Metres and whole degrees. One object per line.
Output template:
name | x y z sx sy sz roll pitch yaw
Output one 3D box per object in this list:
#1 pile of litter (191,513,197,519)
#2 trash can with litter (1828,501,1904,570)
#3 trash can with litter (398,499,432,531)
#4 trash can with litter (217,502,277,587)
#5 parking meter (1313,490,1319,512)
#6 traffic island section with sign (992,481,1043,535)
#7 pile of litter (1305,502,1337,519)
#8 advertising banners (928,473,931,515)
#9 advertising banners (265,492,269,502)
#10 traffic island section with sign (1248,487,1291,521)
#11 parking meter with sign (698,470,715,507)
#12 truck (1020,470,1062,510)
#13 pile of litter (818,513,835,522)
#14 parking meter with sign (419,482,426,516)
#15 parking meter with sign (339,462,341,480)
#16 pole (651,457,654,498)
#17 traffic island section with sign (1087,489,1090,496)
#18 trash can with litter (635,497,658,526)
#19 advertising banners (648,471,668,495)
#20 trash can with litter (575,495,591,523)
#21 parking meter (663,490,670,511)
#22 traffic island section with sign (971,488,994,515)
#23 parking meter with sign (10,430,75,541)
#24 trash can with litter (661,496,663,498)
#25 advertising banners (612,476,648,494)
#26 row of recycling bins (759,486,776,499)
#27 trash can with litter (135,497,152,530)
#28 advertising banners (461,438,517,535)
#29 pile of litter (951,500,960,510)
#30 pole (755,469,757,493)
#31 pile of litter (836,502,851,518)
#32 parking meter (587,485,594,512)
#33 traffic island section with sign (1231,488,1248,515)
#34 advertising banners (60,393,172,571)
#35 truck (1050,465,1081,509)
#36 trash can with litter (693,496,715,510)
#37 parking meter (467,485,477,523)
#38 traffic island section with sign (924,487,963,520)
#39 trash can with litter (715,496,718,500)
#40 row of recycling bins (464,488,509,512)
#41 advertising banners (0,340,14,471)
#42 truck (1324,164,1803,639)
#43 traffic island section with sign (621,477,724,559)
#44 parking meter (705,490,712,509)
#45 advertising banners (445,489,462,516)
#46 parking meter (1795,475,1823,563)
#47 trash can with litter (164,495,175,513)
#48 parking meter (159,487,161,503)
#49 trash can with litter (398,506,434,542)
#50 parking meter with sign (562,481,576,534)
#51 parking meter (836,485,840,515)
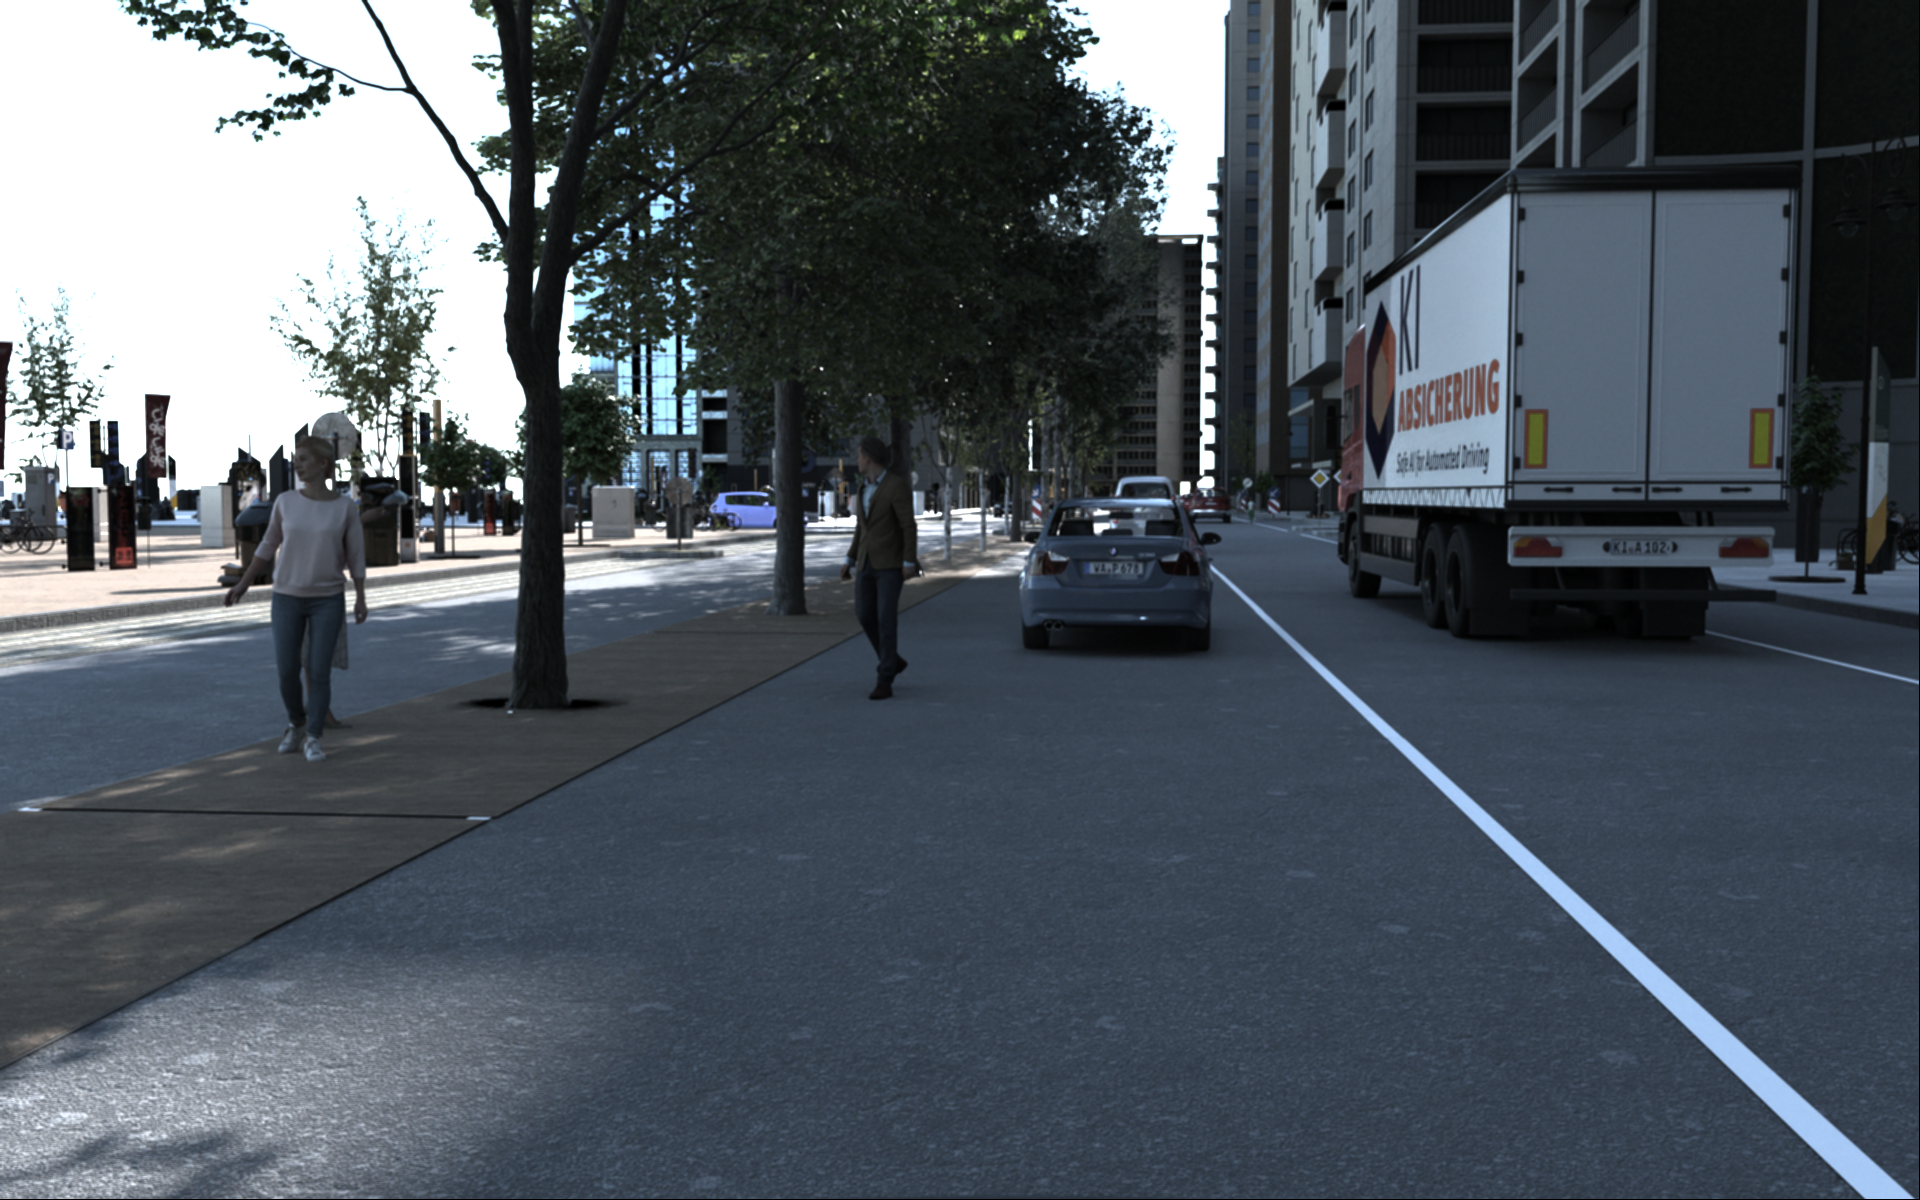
pile of litter | -40.012 -4.734 91.371 1.176 0.858 1.719 0 4 -5
trash can with litter | 15.214 -1.082 29.084 1.055 1.170 0.624 1 4 19
trash can with litter | -19.131 -3.021 60.452 1.678 1.210 2.233 -1 4 -9
trash can with litter | -9.940 -0.792 24.342 0.624 1.170 1.055 0 4 7
parking meter | 25.086 -6.947 121.997 0.372 1.533 0.369 0 3 0
traffic island section with sign | 2.224 -3.261 61.450 2.006 1.907 1.989 0 4 6
pile of litter | 18.853 -4.693 90.688 1.719 0.858 1.176 2 4 33
advertising banners | -1.874 -6.722 106.092 0.090 3.025 2.074 0 4 2
advertising banners | -48.665 -7.630 120.932 2.074 3.025 0.090 2 4 25
traffic island section with sign | 16.595 -5.131 92.523 1.989 1.847 2.006 0 4 6
parking meter with sign | -18.429 -8.014 127.290 0.543 3.016 1.738 2 4 32
truck | 6.605 -8.796 139.739 3.469 3.379 9.791 0 4 7
pile of litter | -6.866 -3.998 79.333 1.719 0.858 1.176 3 5 41
parking meter with sign | -31.313 -6.320 99.598 1.738 3.016 0.543 3 5 44
parking meter with sign | -33.337 -6.077 95.613 1.738 3.016 0.543 -1 4 -14
pole | -17.089 -6.266 96.288 0.158 3.312 0.155 0 3 0
traffic island section with sign | 10.449 -8.284 143.586 2.006 1.907 1.989 0 4 6
trash can with litter | -12.814 -3.613 70.464 1.055 1.170 0.624 1 4 10
advertising banners | -23.294 -8.318 132.191 2.074 3.025 0.090 1 4 9
trash can with litter | -17.538 -3.995 76.381 2.233 1.210 1.678 -2 4 -35
parking meter | -16.661 -5.498 98.301 0.372 1.533 0.369 0 3 0
traffic island section with sign | 1.821 -6.904 121.503 1.989 1.847 2.006 0 4 6
parking meter with sign | -25.128 -3.123 47.326 1.738 3.016 0.543 1 4 10
trash can with litter | -19.542 -6.183 112.143 2.233 1.210 1.678 0 4 5
advertising banners | -19.102 -6.319 99.506 2.074 3.025 0.090 -2 4 -27
row of recycling bins | -8.729 -4.876 86.829 3.534 1.692 1.069 3 5 39
trash can with litter | -29.423 -3.108 62.204 0.624 1.170 1.055 -3 4 -39
advertising banners | -14.664 -3.538 54.031 2.074 3.025 0.090 2 4 29
pile of litter | -0.634 -7.719 140.168 1.176 0.858 1.719 0 4 -4
pole | -16.652 -9.024 141.393 0.158 3.312 0.155 0 3 0
pile of litter | -6.440 -4.780 92.123 1.176 0.858 1.719 3 4 36
parking meter | -23.147 -6.282 108.425 0.399 1.863 0.255 -2 4 -33
traffic island section with sign | 19.380 -6.832 120.333 1.989 1.847 2.006 0 4 6
advertising banners | -14.324 -2.038 29.502 0.090 3.025 2.074 2 4 31
truck | 10.129 -10.890 166.968 2.839 4.237 11.283 0 4 7
trash can with litter | -14.794 -5.378 99.312 0.624 1.170 1.055 2 4 32
parking meter | -21.727 -4.372 77.185 0.255 1.863 0.399 3 5 40
traffic island section with sign | -0.853 -5.262 94.661 1.989 1.847 2.006 0 4 6
trash can with litter | -18.499 -7.327 131.178 0.624 1.170 1.055 3 4 37
row of recycling bins | -33.487 -7.069 122.698 3.534 1.692 1.069 1 4 10
advertising banners | -11.627 -1.409 19.229 2.074 3.025 0.090 -2 4 -33
truck | 6.338 -1.928 20.436 2.839 4.237 11.283 0 4 4
traffic island section with sign | -6.421 -1.862 39.077 1.989 1.847 2.006 0 4 6
parking meter | -13.911 -5.347 95.840 0.372 1.533 0.369 0 3 0
advertising banners | -30.193 -6.530 102.960 0.090 3.025 2.074 2 4 31
parking meter | 15.959 -1.641 32.547 0.399 1.863 0.255 3 5 44
trash can with litter | -52.984 -6.404 115.755 1.678 1.210 2.233 -2 4 -27
parking meter | -64.492 -8.170 139.288 0.255 1.863 0.399 0 4 -7
trash can with litter | -14.422 -2.119 46.036 0.624 1.170 1.055 3 5 40
parking meter with sign | -13.158 -3.660 56.099 0.543 3.016 1.738 2 4 25
parking meter | -7.521 -6.273 108.281 0.399 1.863 0.255 -3 5 -42
